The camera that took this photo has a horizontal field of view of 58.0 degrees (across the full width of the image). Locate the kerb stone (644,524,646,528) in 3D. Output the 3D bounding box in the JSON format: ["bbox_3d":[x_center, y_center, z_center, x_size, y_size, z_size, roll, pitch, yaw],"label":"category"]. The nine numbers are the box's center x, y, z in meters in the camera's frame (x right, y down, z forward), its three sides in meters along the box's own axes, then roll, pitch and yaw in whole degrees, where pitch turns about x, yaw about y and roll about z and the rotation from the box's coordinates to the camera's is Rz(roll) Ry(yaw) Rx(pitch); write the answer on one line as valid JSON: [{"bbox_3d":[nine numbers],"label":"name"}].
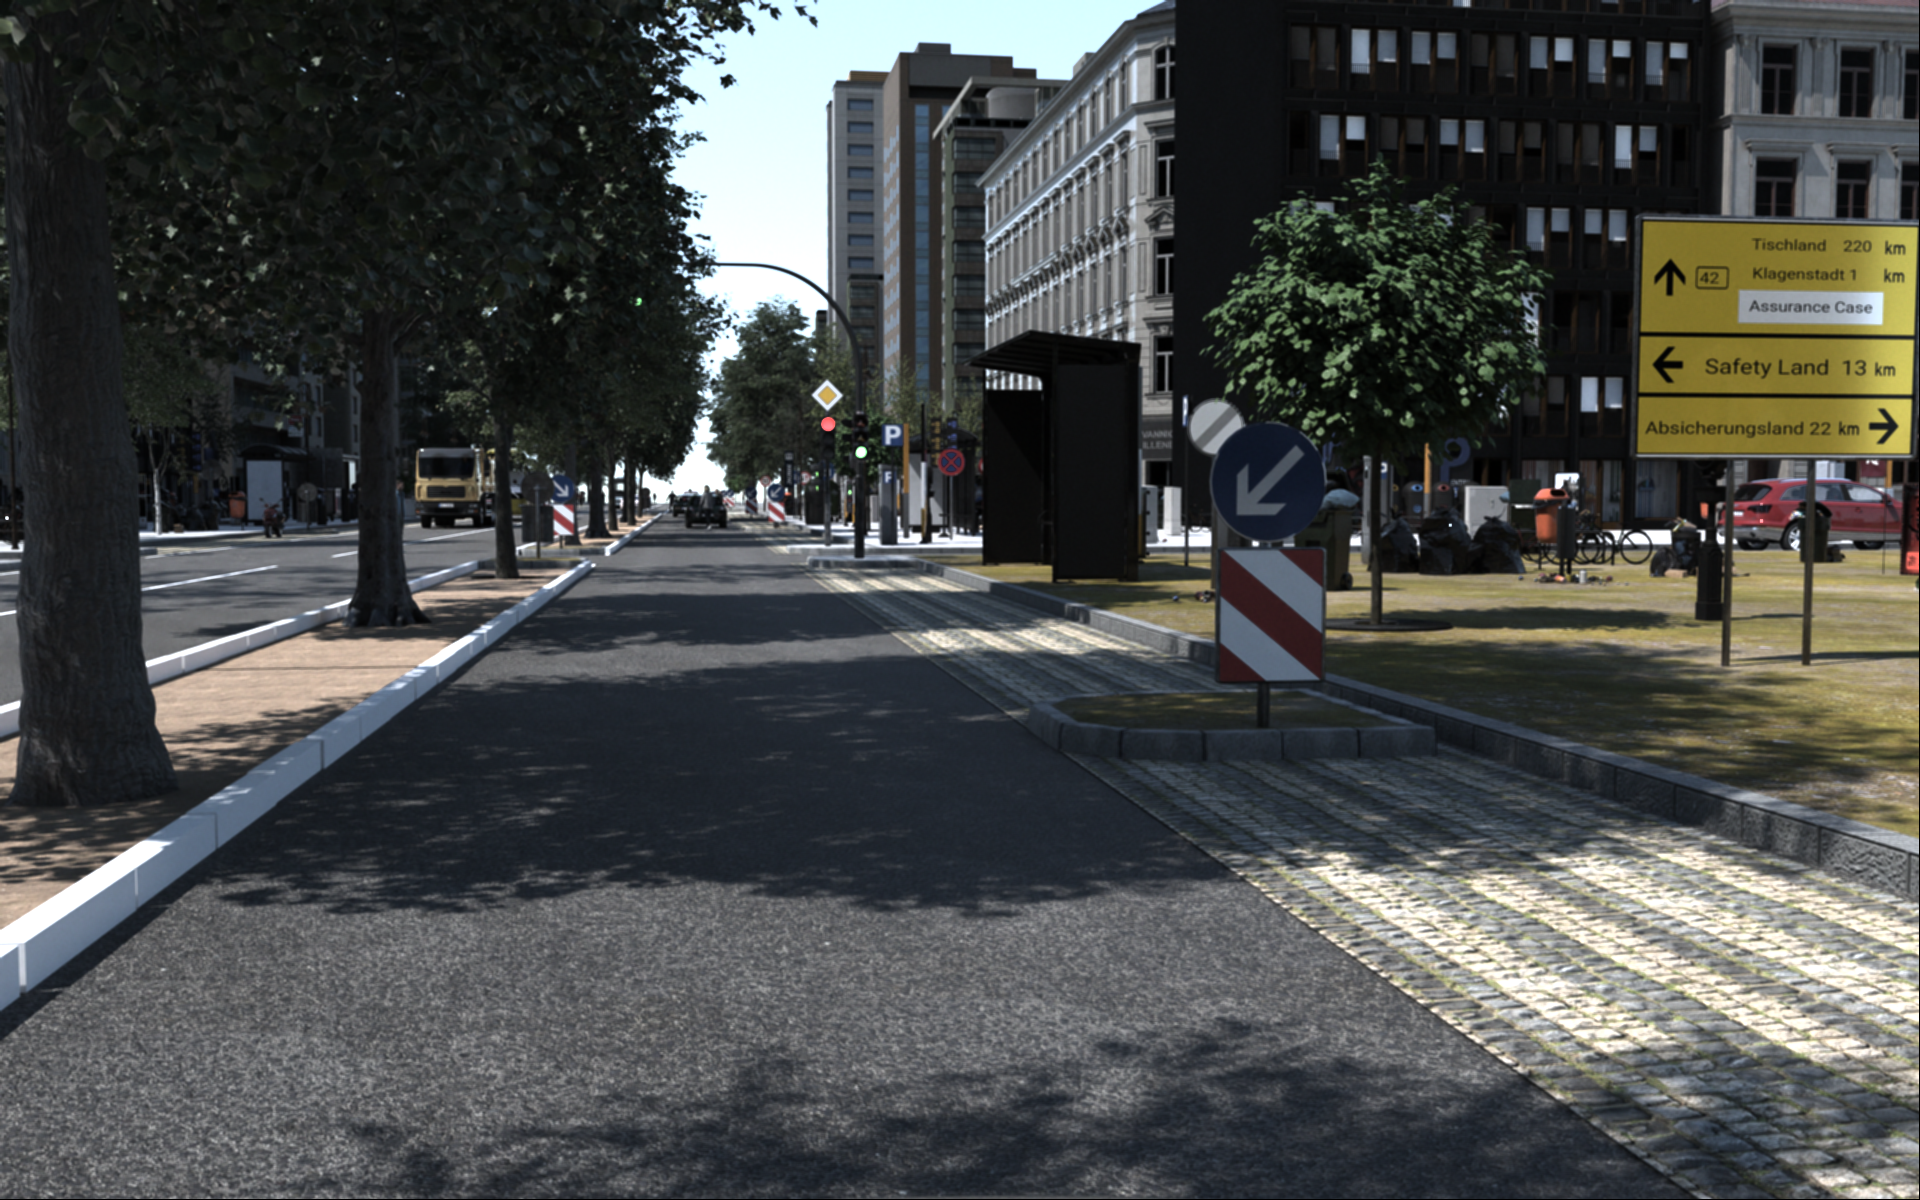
[{"bbox_3d":[-12.652,-2.844,68.850,0.120,0.150,1.000,-1,4,-9],"label":"kerb stone"}]

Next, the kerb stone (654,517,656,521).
[{"bbox_3d":[-15.490,-3.967,87.058,0.120,0.150,1.000,-1,4,-9],"label":"kerb stone"}]

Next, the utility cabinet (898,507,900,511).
[{"bbox_3d":[-4.387,-6.217,110.326,1.173,1.500,0.318,1,4,13],"label":"utility cabinet"}]

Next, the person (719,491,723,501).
[{"bbox_3d":[-19.813,-8.207,143.600,0.530,1.710,0.541,1,4,18],"label":"person"}]

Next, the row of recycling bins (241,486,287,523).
[{"bbox_3d":[-31.752,-4.400,79.046,1.069,1.692,3.534,0,4,4],"label":"row of recycling bins"}]

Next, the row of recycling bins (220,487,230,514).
[{"bbox_3d":[-41.169,-5.488,96.840,3.534,1.692,1.069,-2,4,-35],"label":"row of recycling bins"}]

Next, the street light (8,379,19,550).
[{"bbox_3d":[-21.870,-4.106,39.918,0.468,5.910,1.993,-1,4,-9],"label":"street light"}]

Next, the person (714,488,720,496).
[{"bbox_3d":[-14.317,-5.677,101.740,0.576,1.772,0.534,0,4,-7],"label":"person"}]

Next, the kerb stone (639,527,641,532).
[{"bbox_3d":[-11.714,-2.480,62.754,0.120,0.150,1.000,-1,4,-9],"label":"kerb stone"}]

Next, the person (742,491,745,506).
[{"bbox_3d":[-24.512,-11.450,195.726,0.705,1.822,1.348,0,4,-6],"label":"person"}]

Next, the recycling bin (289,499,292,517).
[{"bbox_3d":[-37.788,-5.189,97.390,0.722,1.027,0.722,2,4,24],"label":"recycling bin"}]

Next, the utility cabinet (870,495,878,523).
[{"bbox_3d":[-3.964,-4.100,78.199,0.306,1.237,1.020,-1,4,-18],"label":"utility cabinet"}]

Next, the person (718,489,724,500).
[{"bbox_3d":[-22.293,-9.249,159.359,1.348,1.869,0.705,-3,5,-40],"label":"person"}]

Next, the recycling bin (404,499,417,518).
[{"bbox_3d":[-30.329,-5.051,95.130,0.722,1.027,0.722,-3,4,-38],"label":"recycling bin"}]

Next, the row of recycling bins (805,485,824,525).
[{"bbox_3d":[-6.116,-4.084,73.887,1.069,1.692,3.534,0,4,-5],"label":"row of recycling bins"}]

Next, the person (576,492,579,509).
[{"bbox_3d":[-36.875,-9.561,166.284,0.415,1.643,0.593,3,5,42],"label":"person"}]

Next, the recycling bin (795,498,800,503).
[{"bbox_3d":[-10.672,-6.220,114.259,0.722,1.027,0.722,-2,4,-29],"label":"recycling bin"}]

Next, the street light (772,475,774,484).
[{"bbox_3d":[-12.563,-8.776,116.281,0.468,5.910,1.993,-1,4,-9],"label":"street light"}]

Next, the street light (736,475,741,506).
[{"bbox_3d":[-27.116,-14.517,210.138,0.468,5.910,1.993,-1,4,-9],"label":"street light"}]

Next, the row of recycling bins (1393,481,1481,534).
[{"bbox_3d":[15.072,-2.980,55.843,3.534,1.692,1.069,0,4,1],"label":"row of recycling bins"}]

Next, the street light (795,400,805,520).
[{"bbox_3d":[-7.811,-6.854,84.843,0.468,5.910,1.993,-1,4,-9],"label":"street light"}]

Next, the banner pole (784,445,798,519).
[{"bbox_3d":[-8.513,-5.989,87.943,0.863,3.779,0.401,-1,4,-13],"label":"banner pole"}]

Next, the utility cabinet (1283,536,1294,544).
[{"bbox_3d":[8.240,-2.164,44.068,1.173,1.500,0.318,-3,5,-44],"label":"utility cabinet"}]

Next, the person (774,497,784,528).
[{"bbox_3d":[-7.684,-3.965,73.514,0.466,1.800,0.511,0,4,2],"label":"person"}]

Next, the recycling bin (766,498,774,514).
[{"bbox_3d":[-12.308,-6.215,114.168,0.722,1.027,0.722,-3,5,-44],"label":"recycling bin"}]

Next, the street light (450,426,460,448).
[{"bbox_3d":[-33.748,-8.743,115.743,0.468,5.910,1.993,-1,4,-9],"label":"street light"}]

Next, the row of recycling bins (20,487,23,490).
[{"bbox_3d":[-41.334,-4.321,77.759,1.069,1.692,3.534,-1,4,-11],"label":"row of recycling bins"}]

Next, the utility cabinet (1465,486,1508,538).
[{"bbox_3d":[15.163,-2.520,49.889,1.173,1.500,0.318,-1,4,-8],"label":"utility cabinet"}]

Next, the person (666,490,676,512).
[{"bbox_3d":[-22.605,-7.761,135.940,0.990,1.755,0.434,-1,4,-15],"label":"person"}]

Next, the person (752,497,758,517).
[{"bbox_3d":[-12.984,-6.124,109.631,0.522,1.701,0.512,-1,4,-12],"label":"person"}]

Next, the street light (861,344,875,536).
[{"bbox_3d":[-2.922,-4.928,53.360,0.468,5.910,1.993,-1,4,-9],"label":"street light"}]

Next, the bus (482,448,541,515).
[{"bbox_3d":[-24.795,-6.361,95.549,2.896,3.916,12.252,-1,4,-10],"label":"bus"}]

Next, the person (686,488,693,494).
[{"bbox_3d":[-17.622,-6.381,113.031,0.606,1.804,0.583,0,4,-8],"label":"person"}]

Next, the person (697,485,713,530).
[{"bbox_3d":[-10.112,-3.682,68.887,0.709,1.800,0.728,-2,4,-33],"label":"person"}]

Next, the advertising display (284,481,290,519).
[{"bbox_3d":[-34.895,-5.112,88.796,0.974,1.923,0.123,-2,4,-27],"label":"advertising display"}]

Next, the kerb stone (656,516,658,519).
[{"bbox_3d":[-16.116,-4.212,91.115,0.120,0.150,1.000,-1,4,-9],"label":"kerb stone"}]

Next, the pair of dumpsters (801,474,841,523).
[{"bbox_3d":[-6.345,-4.704,79.397,1.574,2.255,4.437,-1,4,-9],"label":"pair of dumpsters"}]

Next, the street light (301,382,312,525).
[{"bbox_3d":[-26.850,-6.026,71.320,0.468,5.910,1.993,-1,4,-9],"label":"street light"}]

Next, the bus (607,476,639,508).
[{"bbox_3d":[-33.237,-10.832,171.956,2.948,3.499,13.247,-1,4,-9],"label":"bus"}]

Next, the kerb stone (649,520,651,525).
[{"bbox_3d":[-13.910,-3.349,76.947,0.120,0.150,1.000,-1,4,-9],"label":"kerb stone"}]

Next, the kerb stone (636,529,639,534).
[{"bbox_3d":[-11.237,-2.295,59.721,0.120,0.150,1.000,-1,4,-9],"label":"kerb stone"}]

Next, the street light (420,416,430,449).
[{"bbox_3d":[-31.703,-7.948,102.741,0.468,5.910,1.993,-1,4,-9],"label":"street light"}]

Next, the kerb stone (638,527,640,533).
[{"bbox_3d":[-11.558,-2.419,61.740,0.120,0.150,1.000,-1,4,-9],"label":"kerb stone"}]

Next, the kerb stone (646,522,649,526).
[{"bbox_3d":[-13.280,-3.099,72.895,0.120,0.150,1.000,-1,4,-9],"label":"kerb stone"}]

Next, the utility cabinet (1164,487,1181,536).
[{"bbox_3d":[6.542,-2.726,53.246,0.318,1.500,1.173,0,4,-5],"label":"utility cabinet"}]

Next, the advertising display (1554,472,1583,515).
[{"bbox_3d":[17.610,-2.751,50.192,0.123,1.923,0.974,-2,4,-26],"label":"advertising display"}]

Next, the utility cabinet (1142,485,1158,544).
[{"bbox_3d":[4.475,-2.158,43.970,1.173,1.500,0.318,-2,4,-32],"label":"utility cabinet"}]

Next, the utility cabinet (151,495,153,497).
[{"bbox_3d":[-39.376,-4.489,84.555,0.306,1.237,1.020,-3,4,-39],"label":"utility cabinet"}]

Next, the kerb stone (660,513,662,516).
[{"bbox_3d":[-17.998,-4.958,103.265,0.120,0.150,1.000,-1,4,-9],"label":"kerb stone"}]

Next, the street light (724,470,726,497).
[{"bbox_3d":[-37.179,-18.448,274.414,0.468,5.910,1.993,-1,4,-9],"label":"street light"}]

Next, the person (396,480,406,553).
[{"bbox_3d":[-13.692,-2.035,42.115,0.444,1.785,0.601,2,4,24],"label":"person"}]

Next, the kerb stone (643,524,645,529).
[{"bbox_3d":[-12.500,-2.788,67.839,0.120,0.150,1.000,-1,4,-9],"label":"kerb stone"}]

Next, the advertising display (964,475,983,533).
[{"bbox_3d":[0.481,-3.206,57.639,0.974,1.923,0.123,3,5,42],"label":"advertising display"}]

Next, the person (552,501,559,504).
[{"bbox_3d":[-34.971,-8.504,150.767,0.991,1.433,0.599,-1,4,-13],"label":"person"}]

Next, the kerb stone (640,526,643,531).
[{"bbox_3d":[-12.029,-2.603,64.784,0.120,0.150,1.000,-1,4,-9],"label":"kerb stone"}]

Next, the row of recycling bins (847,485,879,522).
[{"bbox_3d":[-4.232,-4.513,80.898,1.069,1.692,3.534,2,4,28],"label":"row of recycling bins"}]

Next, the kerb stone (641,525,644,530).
[{"bbox_3d":[-12.183,-2.663,65.797,0.120,0.150,1.000,-1,4,-9],"label":"kerb stone"}]
